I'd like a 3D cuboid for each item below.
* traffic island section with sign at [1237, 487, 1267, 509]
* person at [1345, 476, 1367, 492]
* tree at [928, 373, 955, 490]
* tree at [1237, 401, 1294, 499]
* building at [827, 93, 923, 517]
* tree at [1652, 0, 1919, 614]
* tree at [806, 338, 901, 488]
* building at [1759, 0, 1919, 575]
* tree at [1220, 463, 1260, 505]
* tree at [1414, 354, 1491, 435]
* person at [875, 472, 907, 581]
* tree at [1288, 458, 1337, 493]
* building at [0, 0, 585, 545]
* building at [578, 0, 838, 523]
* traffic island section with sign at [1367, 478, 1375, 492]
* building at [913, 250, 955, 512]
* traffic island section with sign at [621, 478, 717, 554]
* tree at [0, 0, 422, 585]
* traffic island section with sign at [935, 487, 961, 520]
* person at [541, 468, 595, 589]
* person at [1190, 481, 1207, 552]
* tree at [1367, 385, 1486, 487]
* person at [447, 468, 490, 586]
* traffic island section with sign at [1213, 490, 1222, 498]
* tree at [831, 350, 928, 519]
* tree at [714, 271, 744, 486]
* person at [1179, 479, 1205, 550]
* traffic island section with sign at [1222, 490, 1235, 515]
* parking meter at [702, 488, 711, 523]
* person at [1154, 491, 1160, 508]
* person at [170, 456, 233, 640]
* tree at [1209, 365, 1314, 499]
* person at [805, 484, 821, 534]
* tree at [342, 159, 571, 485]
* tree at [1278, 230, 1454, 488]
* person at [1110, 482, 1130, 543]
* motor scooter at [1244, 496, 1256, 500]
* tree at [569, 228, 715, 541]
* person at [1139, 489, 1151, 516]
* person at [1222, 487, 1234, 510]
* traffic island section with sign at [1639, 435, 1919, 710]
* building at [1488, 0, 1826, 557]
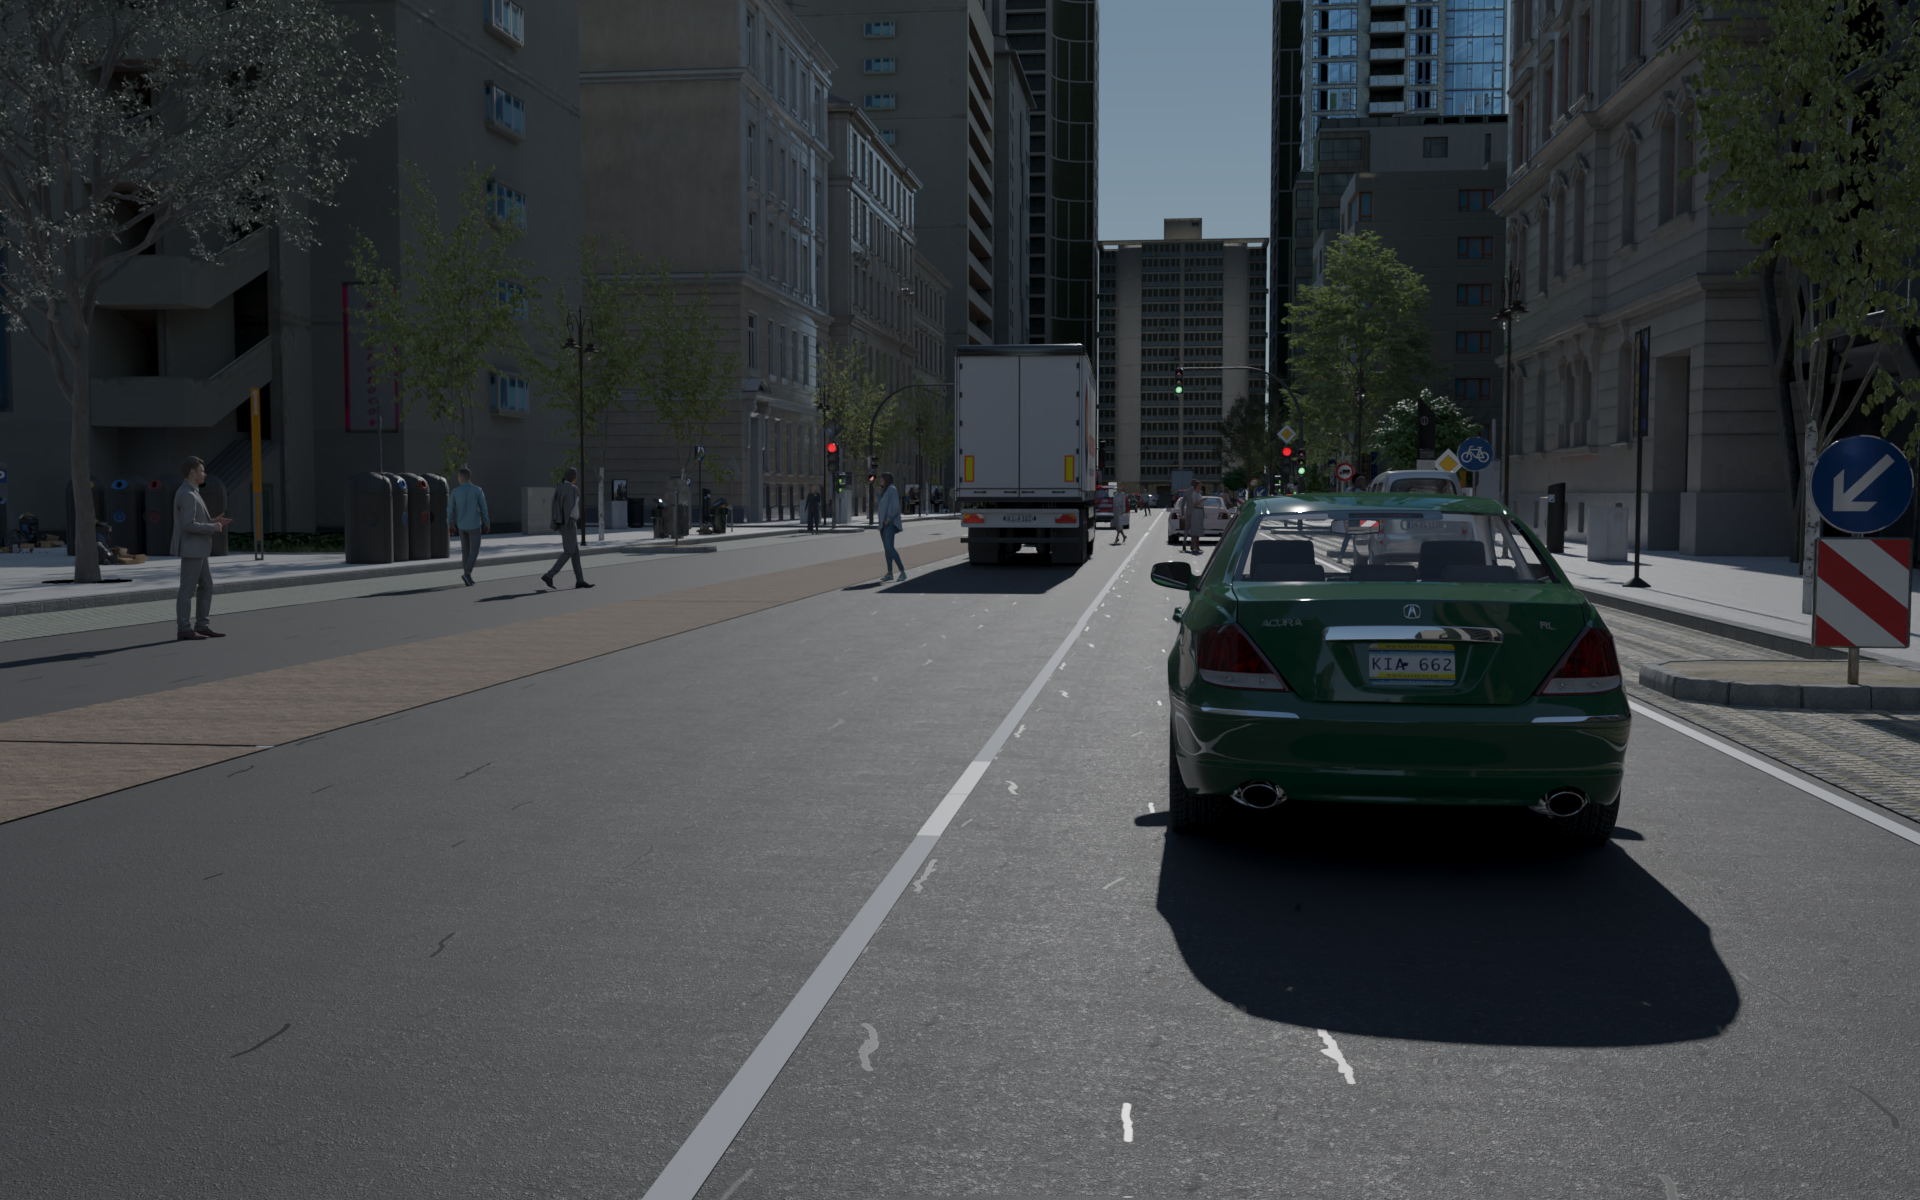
[{"bbox_3d":[16.204,-5.240,94.294,1.989,1.847,2.006,0,4,7],"label":"traffic island section with sign"},{"bbox_3d":[8.073,-1.640,35.587,0.793,1.790,0.793,0,4,2],"label":"person"},{"bbox_3d":[-1.739,-9.369,103.551,4.737,8.622,4.395,0,3,0],"label":"tree"},{"bbox_3d":[24.373,-11.372,136.286,4.737,8.622,4.395,0,3,0],"label":"tree"},{"bbox_3d":[-10.214,-19.006,108.018,12.463,27.353,25.104,0,4,7],"label":"building"},{"bbox_3d":[9.166,-4.142,18.088,4.737,8.622,4.395,0,3,0],"label":"tree"},{"bbox_3d":[-5.222,-8.037,81.767,4.360,8.622,3.978,0,3,0],"label":"tree"},{"bbox_3d":[21.243,-9.635,24.977,16.820,18.784,16.811,0,4,7],"label":"building"},{"bbox_3d":[32.338,-13.487,204.227,4.285,4.588,4.351,0,3,0],"label":"tree"},{"bbox_3d":[25.363,-8.569,90.472,4.360,8.622,3.978,0,3,0],"label":"tree"},{"bbox_3d":[-1.144,-1.225,28.792,0.793,1.790,0.793,3,4,37],"label":"person"},{"bbox_3d":[16.918,-5.400,82.888,1.663,3.219,1.824,0,3,0],"label":"tree"},{"bbox_3d":[-25.518,-26.256,52.986,21.600,48.544,21.300,0,4,7],"label":"building"},{"bbox_3d":[-14.477,-18.337,85.708,13.634,28.700,20.117,0,4,7],"label":"building"},{"bbox_3d":[9.340,-1.865,39.127,1.989,1.847,2.006,0,4,7],"label":"traffic island section with sign"},{"bbox_3d":[-7.493,-18.047,131.220,11.583,22.565,21.152,0,4,7],"label":"building"},{"bbox_3d":[-7.048,-2.066,42.410,1.989,1.847,2.006,0,4,7],"label":"traffic island section with sign"},{"bbox_3d":[-12.746,-6.988,24.622,12.009,13.543,11.850,0,3,0],"label":"tree"},{"bbox_3d":[-0.281,-5.387,96.708,1.989,1.847,2.006,0,4,7],"label":"traffic island section with sign"},{"bbox_3d":[-5.927,-1.077,26.207,0.850,1.850,0.679,-2,4,-28],"label":"person"},{"bbox_3d":[6.006,-2.091,43.251,0.524,1.755,0.480,2,4,30],"label":"person"},{"bbox_3d":[13.965,-4.180,52.055,4.285,4.588,4.351,0,3,0],"label":"tree"},{"bbox_3d":[-7.761,-1.151,27.175,0.638,1.841,0.748,1,4,9],"label":"person"},{"bbox_3d":[29.146,-11.592,198.153,1.989,1.847,2.006,0,4,7],"label":"traffic island section with sign"},{"bbox_3d":[-4.468,-8.443,88.403,4.737,8.622,4.395,0,3,0],"label":"tree"},{"bbox_3d":[-8.453,-6.271,52.897,4.737,8.622,4.395,0,3,0],"label":"tree"},{"bbox_3d":[5.984,-2.204,44.661,0.709,1.813,0.853,1,4,19],"label":"person"},{"bbox_3d":[19.535,-6.876,121.043,1.989,1.847,2.006,0,4,7],"label":"traffic island section with sign"},{"bbox_3d":[-11.008,-4.089,75.259,0.372,1.533,0.369,0,3,0],"label":"parking meter"},{"bbox_3d":[20.838,-10.640,183.398,0.756,1.711,0.436,-1,4,-14],"label":"person"},{"bbox_3d":[-7.480,-0.514,17.104,0.583,1.804,0.606,-2,4,-28],"label":"person"},{"bbox_3d":[22.632,-11.753,126.568,8.767,10.594,7.601,1,4,16],"label":"tree"},{"bbox_3d":[-5.191,-3.196,61.168,0.576,1.772,0.534,-1,4,-12],"label":"person"},{"bbox_3d":[-10.979,-5.319,37.333,4.737,8.622,4.395,0,3,0],"label":"tree"},{"bbox_3d":[17.519,-9.594,74.985,7.486,12.596,7.792,0,3,0],"label":"tree"},{"bbox_3d":[4.721,-2.568,50.843,0.624,1.780,0.694,-1,4,-23],"label":"person"},{"bbox_3d":[18.788,-6.062,111.889,0.815,1.314,1.986,0,4,7],"label":"motor scooter"},{"bbox_3d":[-10.115,-5.950,47.647,4.737,8.622,4.395,0,3,0],"label":"tree"},{"bbox_3d":[12.079,-6.374,113.205,0.782,1.767,0.515,2,4,30],"label":"person"},{"bbox_3d":[12.570,-4.450,81.845,0.643,1.750,0.593,-2,4,-35],"label":"person"},{"bbox_3d":[6.020,-0.229,12.376,1.989,1.847,2.006,0,4,7],"label":"traffic island section with sign"},{"bbox_3d":[22.676,-15.759,45.057,14.401,28.519,23.554,0,4,7],"label":"building"}]
